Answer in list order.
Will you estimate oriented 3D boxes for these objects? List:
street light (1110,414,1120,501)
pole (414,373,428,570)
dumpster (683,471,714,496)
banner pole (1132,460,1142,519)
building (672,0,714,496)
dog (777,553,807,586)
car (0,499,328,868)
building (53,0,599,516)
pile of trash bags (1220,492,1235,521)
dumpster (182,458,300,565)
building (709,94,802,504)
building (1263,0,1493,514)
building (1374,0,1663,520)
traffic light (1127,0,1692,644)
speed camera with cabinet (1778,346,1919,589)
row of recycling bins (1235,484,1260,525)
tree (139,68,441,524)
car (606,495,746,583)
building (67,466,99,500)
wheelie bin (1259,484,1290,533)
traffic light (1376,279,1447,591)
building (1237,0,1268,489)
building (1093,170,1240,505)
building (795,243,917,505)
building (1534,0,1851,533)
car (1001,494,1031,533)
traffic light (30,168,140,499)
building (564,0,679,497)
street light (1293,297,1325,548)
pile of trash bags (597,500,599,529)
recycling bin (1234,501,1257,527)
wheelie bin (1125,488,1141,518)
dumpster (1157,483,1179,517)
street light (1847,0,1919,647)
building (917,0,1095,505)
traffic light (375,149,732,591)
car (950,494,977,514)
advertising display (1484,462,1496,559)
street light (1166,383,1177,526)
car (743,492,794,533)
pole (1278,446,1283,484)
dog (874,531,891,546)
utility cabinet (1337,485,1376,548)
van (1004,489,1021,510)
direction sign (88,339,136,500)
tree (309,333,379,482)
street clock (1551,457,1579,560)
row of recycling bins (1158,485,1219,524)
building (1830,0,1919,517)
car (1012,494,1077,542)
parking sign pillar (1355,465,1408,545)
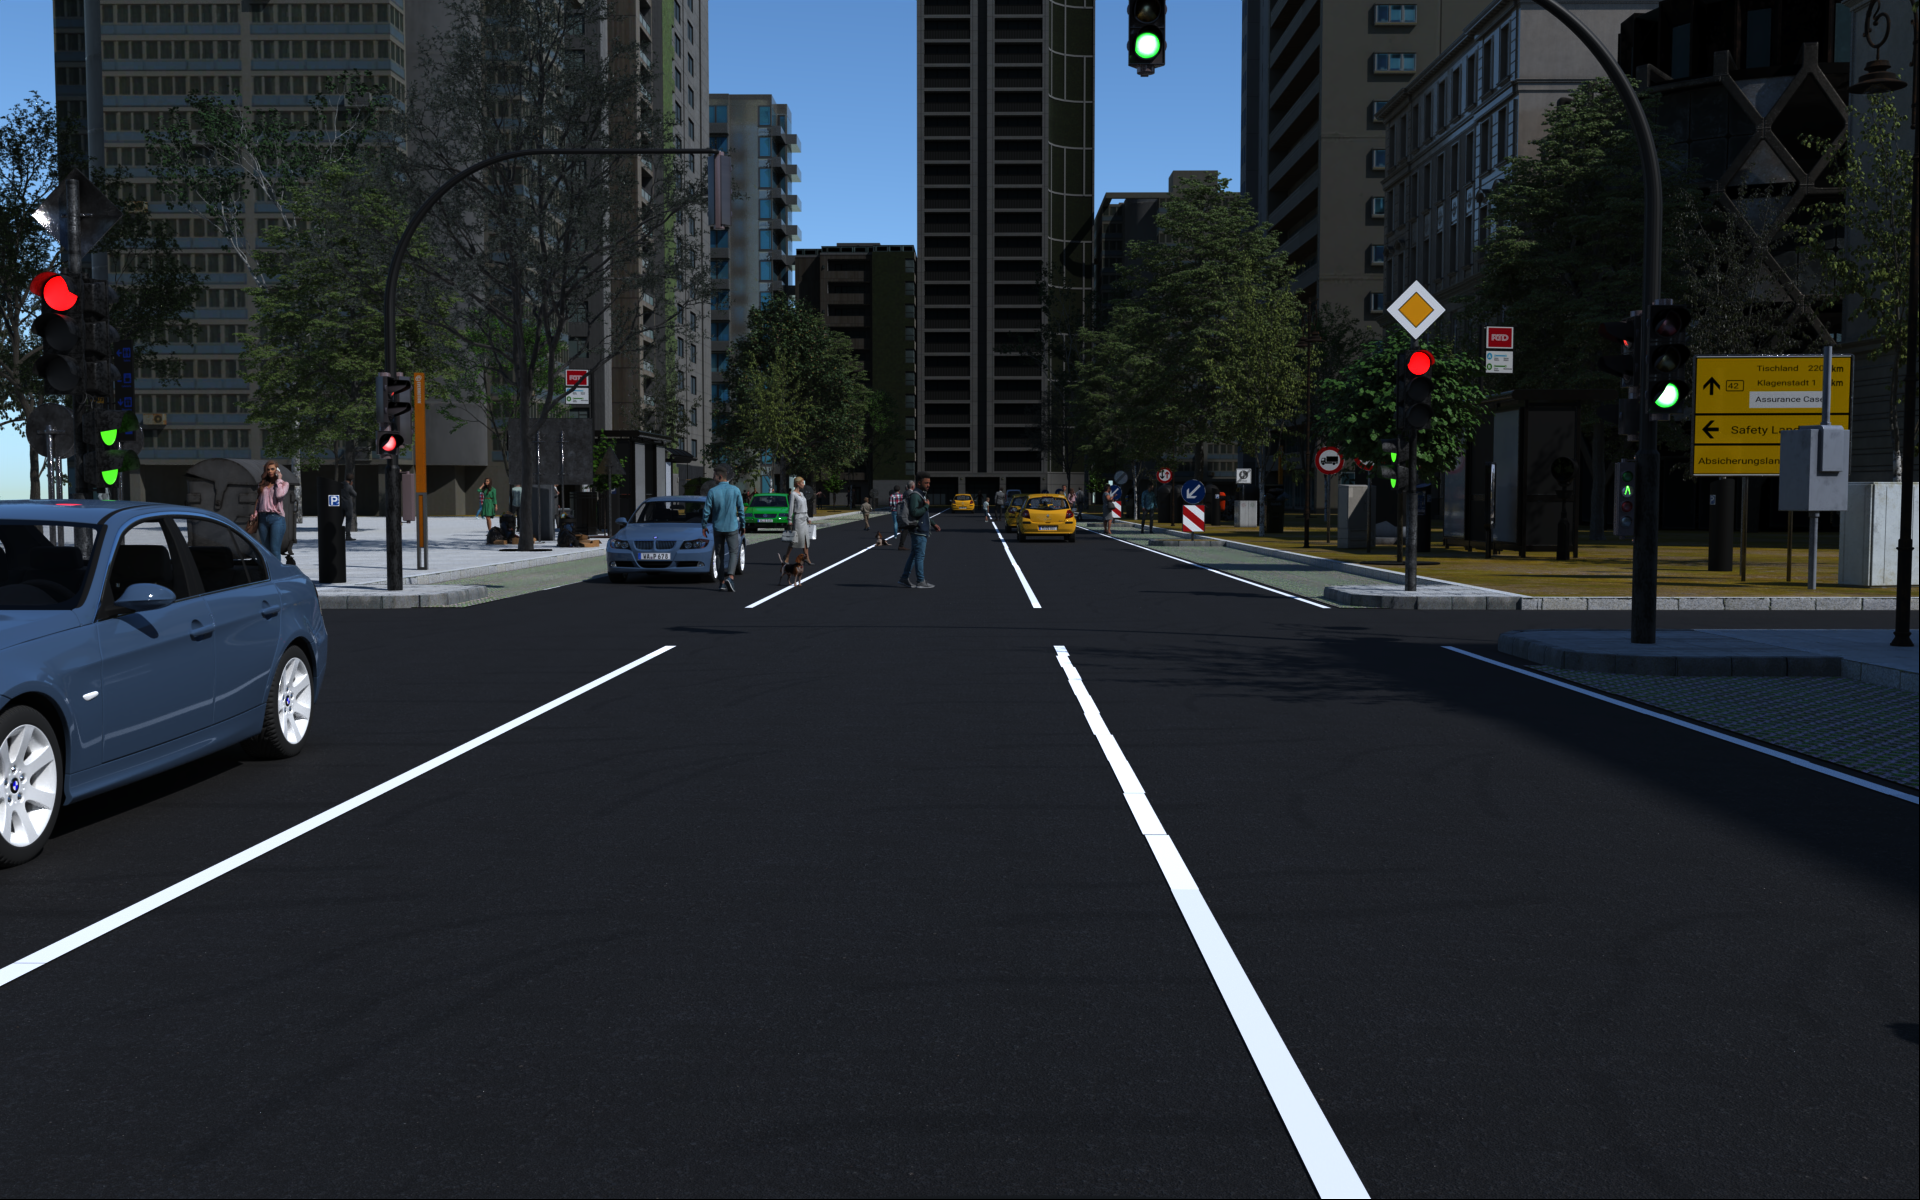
[{"bbox_3d":[8.740,-7.634,97.601,0.468,5.910,1.993,0,4,1],"label":"street light"},{"bbox_3d":[-9.096,-2.164,29.228,0.158,3.312,0.155,0,3,0],"label":"pole"},{"bbox_3d":[-10.846,-4.308,72.936,1.502,2.255,1.985,0,4,1],"label":"dumpster"},{"bbox_3d":[9.204,-6.128,90.215,0.401,3.779,0.863,-2,4,-34],"label":"banner pole"},{"bbox_3d":[-33.023,-43.433,148.383,20.611,71.187,20.563,0,4,1],"label":"building"},{"bbox_3d":[-2.621,-0.474,27.039,0.540,0.507,0.406,0,4,5],"label":"dog"},{"bbox_3d":[-4.473,0.235,8.159,2.014,1.417,4.499,0,4,0],"label":"car"},{"bbox_3d":[-38.622,-25.582,110.150,32.217,40.220,23.993,0,4,1],"label":"building"},{"bbox_3d":[12.605,-4.535,83.899,1.912,1.369,3.447,0,4,5],"label":"pile of trash bags"},{"bbox_3d":[-11.869,-1.399,28.640,1.264,1.857,1.865,0,4,1],"label":"dumpster"},{"bbox_3d":[-34.115,-35.918,206.875,30.456,49.044,23.786,0,4,1],"label":"building"},{"bbox_3d":[33.684,-30.372,120.278,21.300,48.544,21.600,0,4,1],"label":"building"},{"bbox_3d":[29.221,-17.605,85.104,12.463,27.353,25.104,0,4,1],"label":"building"},{"bbox_3d":[3.774,-2.450,14.727,4.771,5.953,1.251,0,4,1],"label":"traffic light"},{"bbox_3d":[12.213,-1.795,23.678,2.038,3.252,0.660,-1,4,-18],"label":"speed camera with cabinet"},{"bbox_3d":[12.320,-4.086,73.924,1.069,1.692,3.534,0,4,6],"label":"row of recycling bins"},{"bbox_3d":[-27.484,-13.424,75.371,12.611,20.169,13.585,0,3,0],"label":"tree"},{"bbox_3d":[-4.762,-1.074,29.563,2.014,1.417,4.499,0,4,2],"label":"car"},{"bbox_3d":[-58.575,-32.279,147.368,30.456,49.044,23.786,0,4,1],"label":"building"},{"bbox_3d":[10.359,-3.001,56.968,0.980,1.594,0.693,0,4,-2],"label":"wheelie bin"},{"bbox_3d":[5.951,-2.074,22.831,0.839,4.253,0.868,0,4,1],"label":"traffic light"},{"bbox_3d":[34.134,-36.870,144.830,21.231,58.520,28.212,0,4,1],"label":"building"},{"bbox_3d":[28.335,-31.729,210.654,23.993,40.220,32.217,0,4,1],"label":"building"},{"bbox_3d":[-11.888,-26.330,202.189,14.107,30.474,14.160,0,4,1],"label":"building"},{"bbox_3d":[30.448,-12.048,64.432,16.820,18.784,16.811,0,4,1],"label":"building"},{"bbox_3d":[2.551,-3.364,65.219,2.015,1.641,3.980,0,4,1],"label":"car"},{"bbox_3d":[-7.594,-1.593,14.972,0.839,4.253,0.868,0,4,1],"label":"traffic light"},{"bbox_3d":[-29.501,-27.307,130.071,14.154,41.232,14.086,0,4,1],"label":"building"},{"bbox_3d":[8.219,-4.166,40.901,0.468,5.910,1.993,0,4,1],"label":"street light"},{"bbox_3d":[-12.803,-3.367,64.802,1.912,1.369,3.447,0,4,1],"label":"pile of trash bags"},{"bbox_3d":[11.026,-3.322,66.865,0.722,1.027,0.722,0,4,-7],"label":"recycling bin"},{"bbox_3d":[9.298,-5.194,92.835,0.980,1.594,0.693,-3,5,-44],"label":"wheelie bin"},{"bbox_3d":[10.996,-5.181,90.475,1.264,1.857,1.865,0,4,1],"label":"dumpster"},{"bbox_3d":[7.962,-2.549,14.460,0.468,5.910,1.993,0,4,1],"label":"street light"},{"bbox_3d":[5.511,-46.871,204.594,20.611,71.187,20.563,0,4,1],"label":"building"},{"bbox_3d":[-5.417,-2.954,22.969,4.771,5.953,1.251,0,4,1],"label":"traffic light"},{"bbox_3d":[0.230,-7.221,128.289,2.015,1.641,3.980,0,4,1],"label":"car"},{"bbox_3d":[10.649,-1.809,34.796,0.123,1.923,0.974,1,4,23],"label":"advertising display"},{"bbox_3d":[8.517,-5.893,69.138,0.468,5.910,1.993,0,4,1],"label":"street light"},{"bbox_3d":[-7.045,-3.409,64.527,1.959,1.807,4.718,0,4,-1],"label":"car"},{"bbox_3d":[13.490,-4.836,72.912,0.158,3.312,0.155,0,3,0],"label":"pole"},{"bbox_3d":[-2.122,-1.712,48.180,0.748,0.427,0.550,-2,4,-29],"label":"dog"},{"bbox_3d":[9.341,-1.959,40.714,1.173,1.500,0.318,-3,5,-44],"label":"utility cabinet"},{"bbox_3d":[4.870,-9.240,158.092,2.013,2.044,4.112,0,4,1],"label":"van"},{"bbox_3d":[-12.509,-2.054,25.581,0.876,3.537,0.379,1,4,21],"label":"direction sign"},{"bbox_3d":[-33.448,-9.716,93.268,7.601,10.594,8.767,-1,4,-16],"label":"tree"},{"bbox_3d":[11.735,-1.778,33.647,0.471,2.002,0.358,3,5,42],"label":"street clock"},{"bbox_3d":[10.035,-4.224,76.177,1.069,1.692,3.534,-3,4,-37],"label":"row of recycling bins"},{"bbox_3d":[33.714,-12.564,41.577,21.152,22.565,11.583,0,4,1],"label":"building"},{"bbox_3d":[2.596,-2.600,52.728,2.015,1.641,3.980,0,4,1],"label":"car"},{"bbox_3d":[10.798,-3.419,44.373,1.447,3.967,1.447,3,5,42],"label":"parking sign pillar"}]
